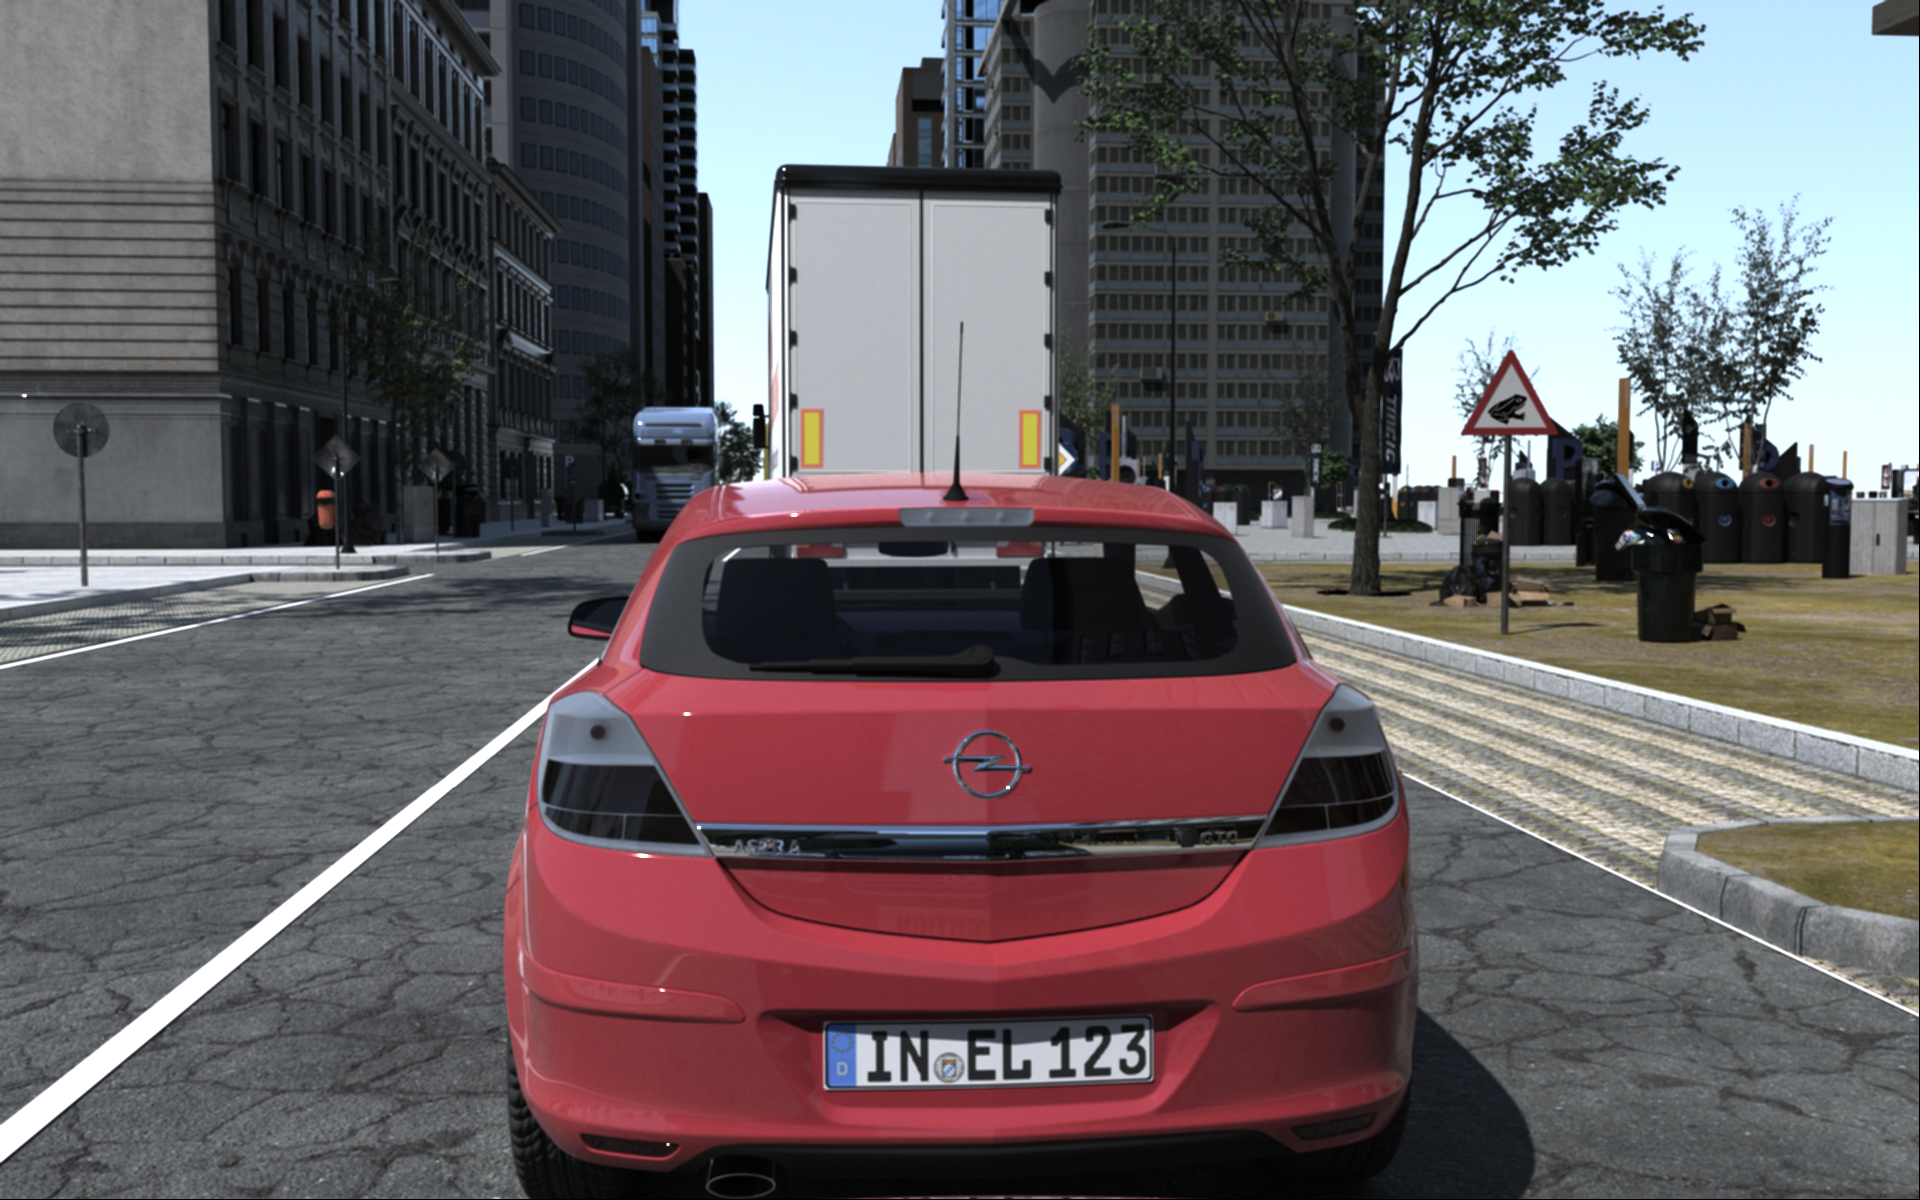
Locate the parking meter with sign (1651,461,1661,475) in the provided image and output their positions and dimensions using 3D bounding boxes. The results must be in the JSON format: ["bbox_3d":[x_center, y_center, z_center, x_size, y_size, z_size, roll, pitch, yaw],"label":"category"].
[{"bbox_3d":[36.319,-5.700,89.450,0.543,3.016,1.738,0,4,-2],"label":"parking meter with sign"}]

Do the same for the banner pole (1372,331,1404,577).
[{"bbox_3d":[6.496,-2.234,26.535,0.401,3.779,0.863,-2,4,-25],"label":"banner pole"}]

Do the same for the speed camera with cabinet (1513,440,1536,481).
[{"bbox_3d":[21.155,-4.249,63.806,2.038,3.252,0.660,-3,5,-40],"label":"speed camera with cabinet"}]

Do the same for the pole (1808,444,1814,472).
[{"bbox_3d":[34.846,-4.717,70.967,0.158,3.312,0.155,0,3,0],"label":"pole"}]

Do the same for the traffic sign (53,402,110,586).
[{"bbox_3d":[-12.185,-1.464,24.035,0.768,2.556,0.104,0,4,-1],"label":"traffic sign"}]

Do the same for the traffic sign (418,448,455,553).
[{"bbox_3d":[-11.311,-2.067,37.434,0.795,2.450,0.064,0,4,-5],"label":"traffic sign"}]

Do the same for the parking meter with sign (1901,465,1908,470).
[{"bbox_3d":[57.275,-6.570,103.673,1.738,3.016,0.543,0,4,-6],"label":"parking meter with sign"}]

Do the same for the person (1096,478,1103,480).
[{"bbox_3d":[2.818,-1.567,34.663,0.362,1.759,0.519,0,4,-4],"label":"person"}]

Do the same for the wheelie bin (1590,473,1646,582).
[{"bbox_3d":[9.698,-1.080,25.574,0.693,1.594,0.980,2,4,32],"label":"wheelie bin"}]

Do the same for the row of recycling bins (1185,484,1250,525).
[{"bbox_3d":[10.815,-4.010,72.678,1.069,1.692,3.534,-3,4,-36],"label":"row of recycling bins"}]

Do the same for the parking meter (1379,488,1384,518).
[{"bbox_3d":[16.346,-3.595,67.183,0.372,1.533,0.369,0,3,0],"label":"parking meter"}]

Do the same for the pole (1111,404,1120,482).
[{"bbox_3d":[3.531,-2.783,39.346,0.158,3.312,0.155,0,3,0],"label":"pole"}]

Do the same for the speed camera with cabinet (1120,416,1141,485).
[{"bbox_3d":[3.441,-3.012,43.580,2.038,3.252,0.660,0,4,4],"label":"speed camera with cabinet"}]

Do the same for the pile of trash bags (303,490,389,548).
[{"bbox_3d":[-15.303,-2.021,42.801,1.912,1.369,3.447,0,4,-8],"label":"pile of trash bags"}]

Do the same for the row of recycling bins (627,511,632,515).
[{"bbox_3d":[-20.293,-6.215,108.728,1.069,1.692,3.534,-1,4,-16],"label":"row of recycling bins"}]

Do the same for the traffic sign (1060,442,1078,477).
[{"bbox_3d":[2.527,-2.612,42.805,0.768,2.556,0.104,0,4,-2],"label":"traffic sign"}]

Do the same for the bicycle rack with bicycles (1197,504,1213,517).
[{"bbox_3d":[7.617,-2.898,60.768,2.852,0.926,2.925,-1,4,-17],"label":"bicycle rack with bicycles"}]

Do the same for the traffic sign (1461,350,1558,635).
[{"bbox_3d":[4.963,-0.961,15.713,0.884,2.594,0.081,0,4,-2],"label":"traffic sign"}]

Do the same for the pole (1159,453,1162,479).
[{"bbox_3d":[10.019,-5.678,86.681,0.158,3.312,0.155,0,3,0],"label":"pole"}]

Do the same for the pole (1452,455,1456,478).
[{"bbox_3d":[26.100,-5.977,91.562,0.158,3.312,0.155,0,3,0],"label":"pole"}]

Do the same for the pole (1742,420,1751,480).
[{"bbox_3d":[21.548,-3.280,47.467,0.158,3.312,0.155,0,3,0],"label":"pole"}]

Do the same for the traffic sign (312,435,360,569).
[{"bbox_3d":[-10.606,-1.580,29.480,0.795,2.450,0.064,0,4,-5],"label":"traffic sign"}]

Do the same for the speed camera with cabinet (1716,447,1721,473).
[{"bbox_3d":[31.830,-4.840,73.475,0.660,3.252,2.038,1,4,16],"label":"speed camera with cabinet"}]

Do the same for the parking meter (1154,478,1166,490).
[{"bbox_3d":[7.326,-3.532,63.458,0.399,1.863,0.255,-2,4,-26],"label":"parking meter"}]

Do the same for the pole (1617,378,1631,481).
[{"bbox_3d":[11.693,-2.245,30.553,0.158,3.312,0.155,0,3,0],"label":"pole"}]

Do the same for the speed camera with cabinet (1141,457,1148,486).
[{"bbox_3d":[9.370,-6.027,92.878,0.660,3.252,2.038,-1,4,-23],"label":"speed camera with cabinet"}]

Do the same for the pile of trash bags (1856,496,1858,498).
[{"bbox_3d":[34.219,-3.404,65.416,3.447,1.369,1.912,0,4,-5],"label":"pile of trash bags"}]

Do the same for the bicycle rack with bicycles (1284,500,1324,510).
[{"bbox_3d":[20.366,-5.610,105.111,2.852,0.926,2.925,-1,4,-18],"label":"bicycle rack with bicycles"}]

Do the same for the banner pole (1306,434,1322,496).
[{"bbox_3d":[14.694,-5.031,72.268,0.863,3.779,0.401,2,4,24],"label":"banner pole"}]

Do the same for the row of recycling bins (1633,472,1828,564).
[{"bbox_3d":[14.394,-1.529,32.115,3.534,1.692,1.069,0,4,-6],"label":"row of recycling bins"}]

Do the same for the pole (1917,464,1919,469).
[{"bbox_3d":[64.031,-7.459,115.799,0.158,3.312,0.155,0,3,0],"label":"pole"}]

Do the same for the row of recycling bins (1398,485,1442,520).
[{"bbox_3d":[22.485,-4.719,84.271,1.069,1.692,3.534,-1,4,-17],"label":"row of recycling bins"}]

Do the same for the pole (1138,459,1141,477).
[{"bbox_3d":[10.346,-6.510,100.285,0.158,3.312,0.155,0,3,0],"label":"pole"}]

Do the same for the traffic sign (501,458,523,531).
[{"bbox_3d":[-15.638,-3.690,60.444,0.768,2.556,0.104,0,4,0],"label":"traffic sign"}]

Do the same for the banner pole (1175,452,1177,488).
[{"bbox_3d":[11.319,-6.198,91.349,0.401,3.779,0.863,-1,4,-10],"label":"banner pole"}]

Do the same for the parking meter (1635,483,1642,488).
[{"bbox_3d":[37.027,-5.427,94.440,0.399,1.863,0.255,2,4,26],"label":"parking meter"}]

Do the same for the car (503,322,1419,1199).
[{"bbox_3d":[-0.117,0.245,5.041,2.155,1.783,4.494,0,4,-4],"label":"car"}]

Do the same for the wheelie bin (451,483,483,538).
[{"bbox_3d":[-14.572,-2.656,51.335,0.693,1.594,0.980,3,5,41],"label":"wheelie bin"}]

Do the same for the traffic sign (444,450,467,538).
[{"bbox_3d":[-14.683,-3.066,50.233,0.768,2.556,0.104,0,4,5],"label":"traffic sign"}]

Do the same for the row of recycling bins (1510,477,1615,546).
[{"bbox_3d":[15.299,-2.226,43.509,3.534,1.692,1.069,-1,4,-19],"label":"row of recycling bins"}]

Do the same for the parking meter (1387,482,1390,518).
[{"bbox_3d":[21.204,-4.914,86.049,0.255,1.863,0.399,2,4,25],"label":"parking meter"}]

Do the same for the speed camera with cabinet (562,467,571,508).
[{"bbox_3d":[-20.981,-6.046,93.194,0.660,3.252,2.038,-1,4,-19],"label":"speed camera with cabinet"}]

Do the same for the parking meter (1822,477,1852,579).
[{"bbox_3d":[13.339,-1.097,26.342,0.372,1.533,0.369,0,3,0],"label":"parking meter"}]

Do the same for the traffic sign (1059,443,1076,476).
[{"bbox_3d":[1.642,-1.645,30.541,0.795,2.450,0.064,0,4,-5],"label":"traffic sign"}]

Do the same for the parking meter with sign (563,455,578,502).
[{"bbox_3d":[-17.165,-4.913,76.583,0.543,3.016,1.738,-1,4,-19],"label":"parking meter with sign"}]

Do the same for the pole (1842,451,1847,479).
[{"bbox_3d":[41.853,-5.391,81.991,0.158,3.312,0.155,0,3,0],"label":"pole"}]
